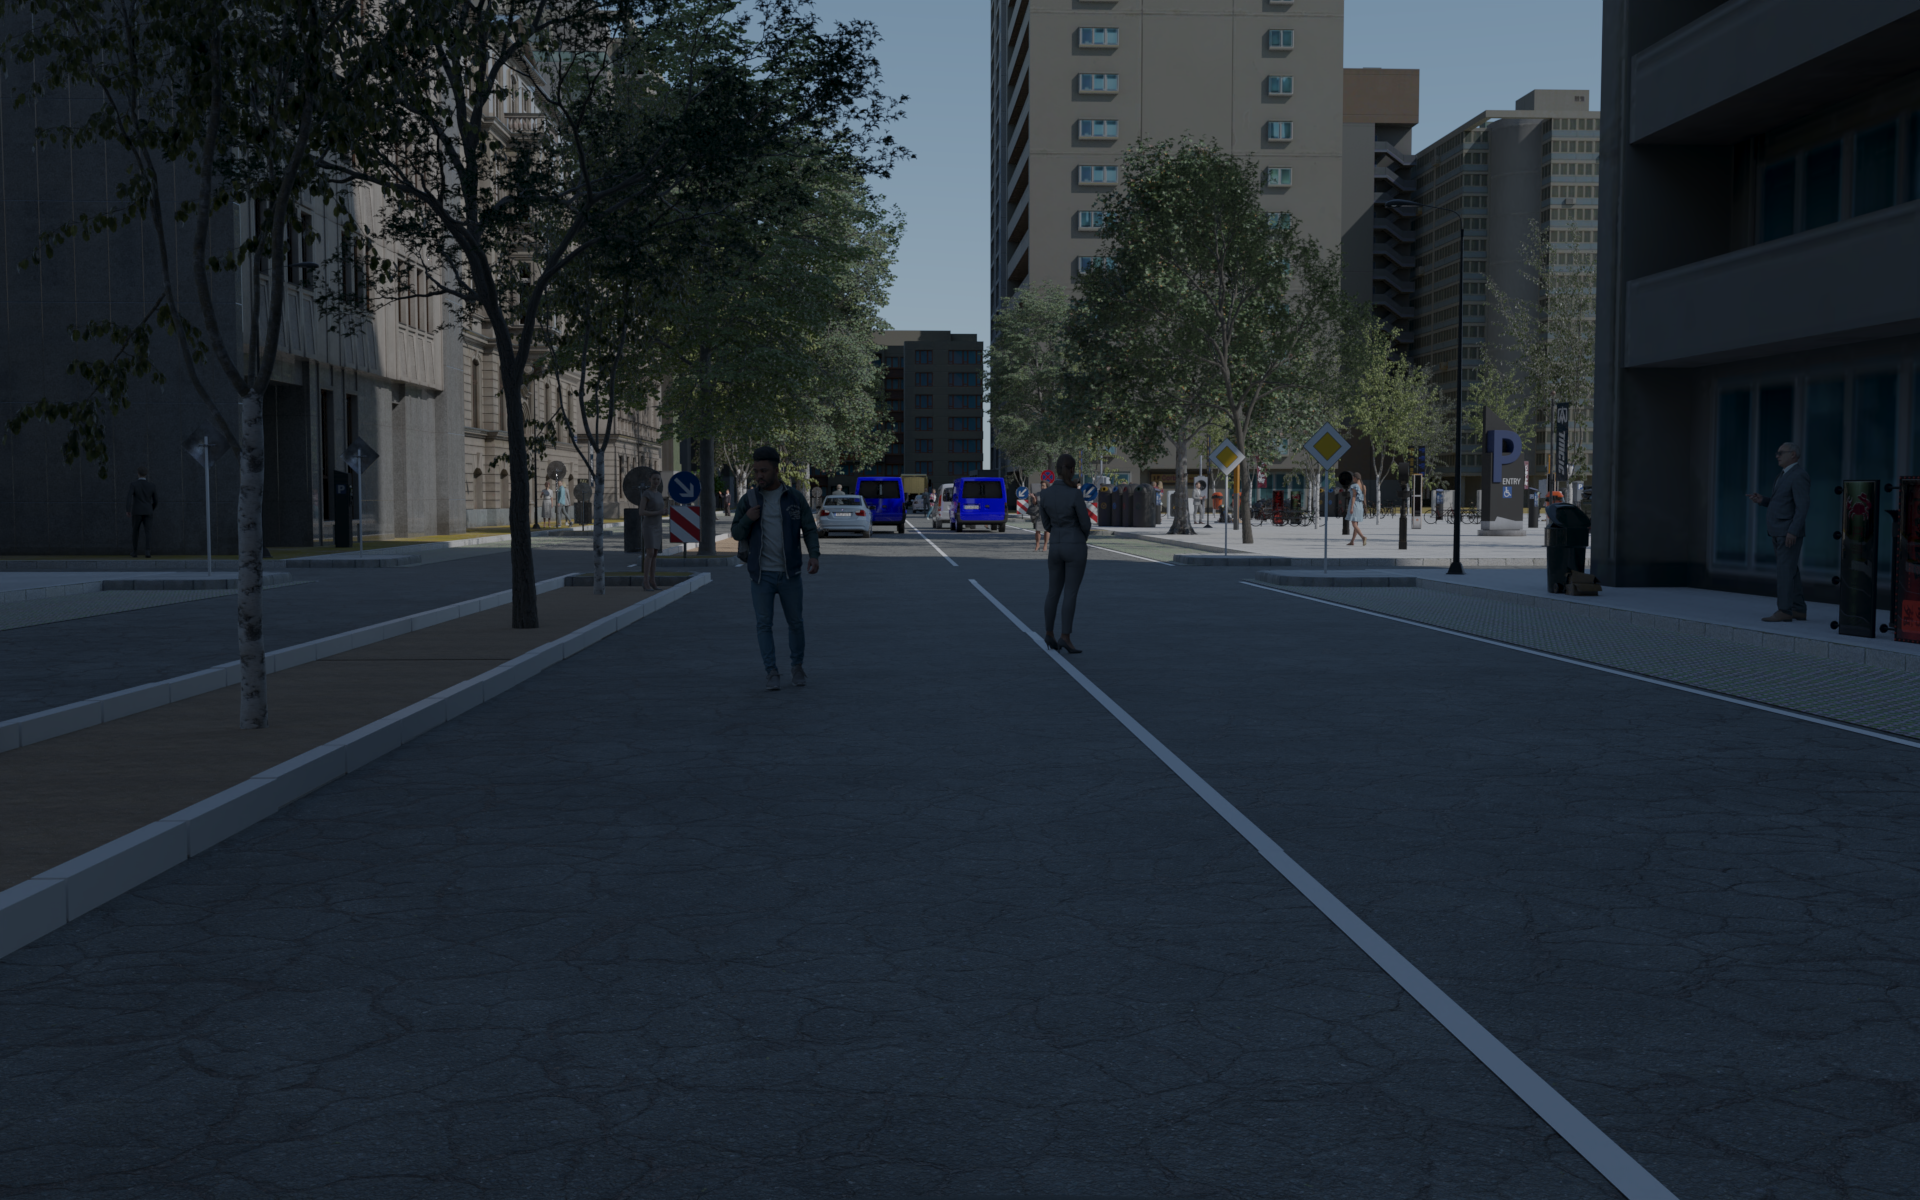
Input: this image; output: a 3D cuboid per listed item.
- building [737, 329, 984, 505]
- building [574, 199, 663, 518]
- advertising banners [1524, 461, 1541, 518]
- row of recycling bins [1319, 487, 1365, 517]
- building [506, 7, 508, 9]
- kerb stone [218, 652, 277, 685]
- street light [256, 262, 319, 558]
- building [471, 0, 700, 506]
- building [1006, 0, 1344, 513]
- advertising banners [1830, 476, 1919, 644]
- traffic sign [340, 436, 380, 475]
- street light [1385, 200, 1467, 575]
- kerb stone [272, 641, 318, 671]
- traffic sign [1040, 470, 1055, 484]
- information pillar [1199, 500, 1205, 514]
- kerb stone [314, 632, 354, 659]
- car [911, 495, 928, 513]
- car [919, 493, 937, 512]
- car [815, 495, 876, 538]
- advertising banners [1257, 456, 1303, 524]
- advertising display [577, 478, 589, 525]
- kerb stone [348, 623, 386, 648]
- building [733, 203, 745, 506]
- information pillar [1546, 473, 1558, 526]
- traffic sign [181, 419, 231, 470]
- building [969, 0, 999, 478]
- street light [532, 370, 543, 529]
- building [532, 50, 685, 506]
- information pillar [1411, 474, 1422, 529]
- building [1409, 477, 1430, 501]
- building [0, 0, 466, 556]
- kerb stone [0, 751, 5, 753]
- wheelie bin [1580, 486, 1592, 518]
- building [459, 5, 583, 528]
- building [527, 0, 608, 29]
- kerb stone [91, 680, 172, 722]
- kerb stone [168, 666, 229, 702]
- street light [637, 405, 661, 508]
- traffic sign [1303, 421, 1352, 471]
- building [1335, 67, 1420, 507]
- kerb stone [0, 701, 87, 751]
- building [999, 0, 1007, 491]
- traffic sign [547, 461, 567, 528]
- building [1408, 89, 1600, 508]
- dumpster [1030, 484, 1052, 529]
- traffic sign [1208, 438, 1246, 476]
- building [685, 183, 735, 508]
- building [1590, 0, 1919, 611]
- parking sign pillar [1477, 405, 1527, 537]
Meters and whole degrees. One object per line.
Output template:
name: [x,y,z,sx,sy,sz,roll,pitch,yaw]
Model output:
building: [-12.426,-22.264,209.063,28.899,21.520,27.650,0,4,-3]
building: [-23.168,-14.392,99.936,10.561,19.102,19.286,0,4,-3]
advertising banners: [30.409,-5.862,92.032,0.090,3.025,2.074,3,5,43]
row of recycling bins: [21.187,-5.473,96.602,1.069,1.692,3.534,-2,4,-32]
building: [-46.947,-33.563,172.454,21.600,48.544,21.300,0,4,-3]
kerb stone: [-5.512,0.543,13.324,0.120,0.150,1.000,0,4,-3]
street light: [-13.520,-3.807,34.779,1.470,5.913,1.316,0,4,-3]
building: [-36.438,-27.106,135.072,32.217,40.220,23.993,0,4,-3]
building: [14.773,-30.724,126.040,21.300,48.544,21.600,0,4,-3]
advertising banners: [8.196,-1.138,14.800,0.090,3.025,2.074,-1,4,-9]
traffic sign: [-12.139,-2.008,35.022,0.795,2.593,0.064,0,4,-3]
street light: [7.399,-3.362,27.515,1.470,5.913,1.316,0,4,-3]
kerb stone: [-5.559,0.480,14.347,0.120,0.150,1.000,0,4,-3]
traffic sign: [4.594,-5.544,90.749,0.768,2.556,0.104,0,4,4]
information pillar: [15.463,-6.482,110.477,0.304,2.012,0.304,0,4,-6]
kerb stone: [-5.609,0.418,15.368,0.120,0.150,1.000,0,4,-3]
car: [-2.641,-7.194,129.981,2.083,1.381,4.827,0,4,-2]
car: [-2.426,-7.917,139.033,1.945,1.707,3.694,0,4,-2]
car: [-3.820,-2.786,57.551,2.014,1.417,4.499,0,4,-2]
advertising banners: [13.568,-4.740,73.693,2.074,3.025,0.090,0,4,0]
advertising display: [-15.566,-4.056,71.524,0.123,1.923,0.974,0,4,8]
kerb stone: [-5.662,0.355,16.393,0.120,0.150,1.000,0,4,-3]
building: [-29.327,-30.223,177.747,14.086,41.232,14.154,0,4,-3]
information pillar: [20.639,-3.418,60.372,0.304,2.012,0.304,3,5,39]
traffic sign: [-11.755,-1.520,27.046,0.795,2.593,0.064,0,4,-3]
building: [11.710,-45.058,174.949,20.563,71.187,20.611,0,4,-3]
street light: [-14.953,-5.544,63.183,1.470,5.913,1.316,0,4,-3]
building: [-26.730,-21.100,116.682,14.160,30.474,14.107,0,4,-3]
information pillar: [16.731,-3.606,63.453,0.304,2.012,0.304,0,4,1]
building: [53.166,-31.865,204.594,14.086,41.232,14.154,0,4,-3]
building: [-21.516,-13.892,45.149,12.078,24.808,19.932,0,4,-3]
kerb stone: [-5.321,0.793,9.226,0.120,0.150,1.000,0,4,-3]
wheelie bin: [23.894,-3.523,65.515,0.980,1.594,0.693,3,5,42]
building: [-24.142,-15.489,72.335,14.460,24.649,34.723,0,4,-3]
building: [-55.267,-40.415,202.785,28.212,58.520,21.231,0,4,-3]
kerb stone: [-5.414,0.668,11.278,0.120,0.150,1.000,0,4,-3]
kerb stone: [-5.462,0.612,12.299,0.120,0.150,1.000,0,4,-3]
street light: [-16.322,-7.238,90.881,1.470,5.913,1.316,0,4,-3]
traffic sign: [5.920,-1.571,27.874,0.795,2.593,0.064,0,4,-3]
building: [38.067,-32.387,179.646,14.200,45.320,14.600,0,4,-3]
kerb stone: [-5.366,0.732,10.247,0.120,0.150,1.000,0,4,-3]
building: [13.888,-37.240,150.873,21.231,58.520,28.212,0,4,-3]
traffic sign: [-15.332,-4.019,65.824,0.768,2.556,0.104,0,4,5]
building: [57.871,-29.391,172.421,23.993,40.220,32.217,0,4,-3]
dumpster: [3.750,-3.796,70.281,1.865,1.857,1.264,0,4,-2]
traffic sign: [5.536,-2.059,35.850,0.795,2.593,0.064,0,4,-3]
building: [-27.913,-23.432,154.815,14.160,30.474,14.107,0,4,-3]
building: [20.091,-23.821,13.177,21.300,48.544,21.600,0,4,-3]
parking sign pillar: [16.586,-3.941,52.905,1.447,3.967,1.447,-2,4,-24]
